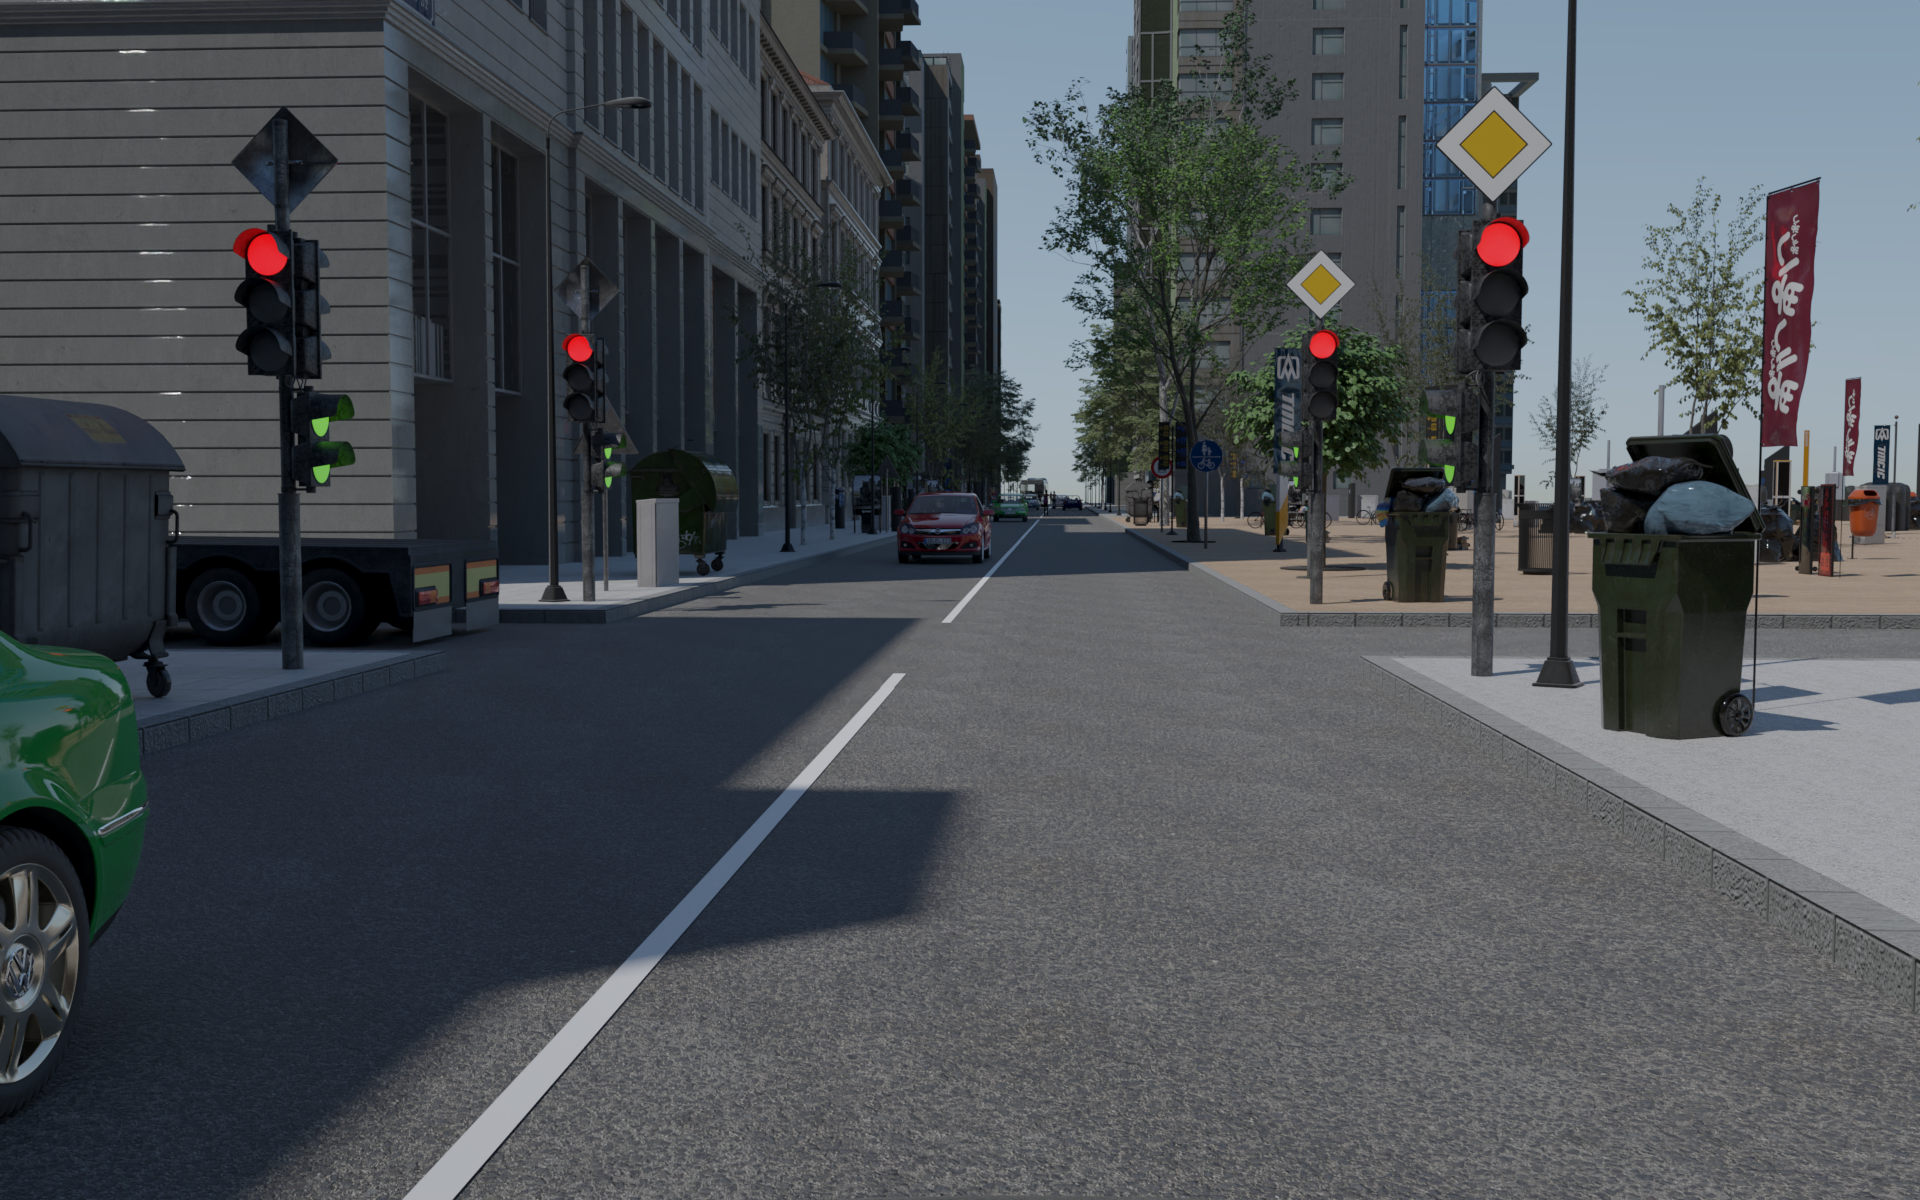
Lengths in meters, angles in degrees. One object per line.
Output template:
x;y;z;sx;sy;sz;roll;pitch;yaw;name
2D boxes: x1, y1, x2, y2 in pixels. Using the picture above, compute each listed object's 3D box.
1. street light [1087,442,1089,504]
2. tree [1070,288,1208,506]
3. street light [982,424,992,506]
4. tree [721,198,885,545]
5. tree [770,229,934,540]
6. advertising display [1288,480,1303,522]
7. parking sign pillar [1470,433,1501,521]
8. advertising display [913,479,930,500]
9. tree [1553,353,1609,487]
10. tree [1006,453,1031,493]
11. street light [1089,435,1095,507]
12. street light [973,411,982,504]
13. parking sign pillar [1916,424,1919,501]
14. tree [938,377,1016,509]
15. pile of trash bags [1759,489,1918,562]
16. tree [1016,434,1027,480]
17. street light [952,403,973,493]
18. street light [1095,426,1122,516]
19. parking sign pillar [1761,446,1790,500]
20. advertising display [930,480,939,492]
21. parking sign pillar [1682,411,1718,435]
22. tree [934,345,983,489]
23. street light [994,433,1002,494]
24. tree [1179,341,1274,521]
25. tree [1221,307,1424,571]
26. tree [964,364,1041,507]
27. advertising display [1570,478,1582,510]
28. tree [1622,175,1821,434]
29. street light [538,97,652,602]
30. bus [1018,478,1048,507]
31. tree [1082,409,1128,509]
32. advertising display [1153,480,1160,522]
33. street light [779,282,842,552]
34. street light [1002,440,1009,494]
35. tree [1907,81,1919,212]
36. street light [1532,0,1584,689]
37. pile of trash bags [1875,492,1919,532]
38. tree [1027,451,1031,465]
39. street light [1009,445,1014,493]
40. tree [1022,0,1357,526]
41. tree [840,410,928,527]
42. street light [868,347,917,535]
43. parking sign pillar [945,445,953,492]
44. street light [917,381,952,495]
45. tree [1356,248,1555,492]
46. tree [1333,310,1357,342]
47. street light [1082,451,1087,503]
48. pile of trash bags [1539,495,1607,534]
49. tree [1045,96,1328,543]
10.991;-10.059;137.000;1.470;5.913;1.316;0;4;3;street light
9.995;-10.869;95.834;7.486;12.596;7.792;0;3;0;tree
1.162;-8.670;114.290;1.470;5.913;1.316;0;4;3;street light
-3.905;-5.679;43.210;4.360;8.622;3.978;0;3;0;tree
-3.577;-6.027;48.903;4.737;8.622;4.395;0;3;0;tree
15.479;-4.616;80.685;0.974;1.923;0.123;1;4;22;advertising display
23.197;-5.384;76.504;1.447;3.967;1.447;-1;4;-20;parking sign pillar
-1.751;-4.342;76.210;0.123;1.923;0.974;-3;4;-37;advertising display
32.215;-8.614;91.208;4.360;8.622;3.978;0;3;0;tree
7.986;-17.958;243.971;4.737;8.622;4.395;0;3;0;tree
9.879;-9.013;119.909;1.470;5.913;1.316;0;4;3;street light
0.319;-7.644;97.527;1.470;5.913;1.316;0;4;3;street light
37.275;-4.783;66.679;1.447;3.967;1.447;-3;5;-44;parking sign pillar
0.462;-9.746;109.708;4.360;8.622;3.978;0;3;0;tree
16.304;-1.456;33.555;3.447;1.369;1.912;-1;4;-15;pile of trash bags
2.246;-11.493;138.265;4.360;8.622;3.978;0;3;0;tree
-0.248;-7.090;88.469;1.470;5.913;1.316;0;4;3;street light
8.924;-7.974;102.915;1.470;5.913;1.316;0;4;3;street light
42.951;-6.288;91.273;1.447;3.967;1.447;0;4;-3;parking sign pillar
-1.416;-4.403;77.199;0.974;1.923;0.123;1;4;9;advertising display
23.458;-4.087;55.295;1.447;3.967;1.447;-1;4;-13;parking sign pillar
-1.208;-8.222;84.789;4.737;8.622;4.395;0;3;0;tree
2.220;-9.694;131.041;1.470;5.913;1.316;0;4;3;street light
12.287;-7.981;80.855;4.360;8.622;3.978;0;3;0;tree
6.249;-2.789;29.320;4.285;4.588;4.351;0;3;0;tree
2.879;-16.159;170.857;9.857;13.997;8.962;0;3;0;tree
24.069;-3.860;68.325;0.974;1.923;0.123;-1;4;-18;advertising display
17.819;-5.542;40.966;4.737;8.622;4.395;0;3;0;tree
-4.304;-2.931;20.460;1.470;5.913;1.316;0;4;3;street light
8.259;-12.045;191.800;2.948;3.499;13.247;0;4;5;bus
12.051;-11.921;145.278;4.360;8.622;3.978;0;3;0;tree
9.207;-4.551;79.629;0.123;1.923;0.974;-2;4;-30;advertising display
-3.273;-4.010;38.098;1.470;5.913;1.316;0;4;3;street light
3.193;-10.719;147.796;1.470;5.913;1.316;0;4;3;street light
17.501;-4.763;28.245;4.737;8.622;4.395;0;3;0;tree
3.462;-2.380;11.447;1.470;5.913;1.316;0;4;3;street light
35.172;-3.241;62.745;1.912;1.369;3.447;0;4;-3;pile of trash bags
6.294;-15.735;207.633;4.360;8.622;3.978;0;3;0;tree
4.261;-11.749;164.638;1.470;5.913;1.316;0;4;3;street light
8.609;-12.948;67.581;12.611;20.169;13.585;0;3;0;tree
-2.969;-5.115;67.340;4.285;4.588;4.351;0;3;0;tree
-2.235;-5.034;54.850;1.470;5.913;1.316;0;4;3;street light
-0.617;-6.464;94.154;1.447;3.967;1.447;0;4;2;parking sign pillar
-1.225;-6.059;71.603;1.470;5.913;1.316;0;4;3;street light
14.224;-6.076;49.707;4.360;8.622;3.978;0;3;0;tree
14.003;-6.433;55.534;4.360;8.622;3.978;0;3;0;tree
11.823;-11.085;153.779;1.470;5.913;1.316;0;4;3;street light
20.663;-2.893;57.060;3.447;1.369;1.912;-3;5;-41;pile of trash bags
6.079;-7.326;45.534;9.928;11.665;9.643;0;3;0;tree
